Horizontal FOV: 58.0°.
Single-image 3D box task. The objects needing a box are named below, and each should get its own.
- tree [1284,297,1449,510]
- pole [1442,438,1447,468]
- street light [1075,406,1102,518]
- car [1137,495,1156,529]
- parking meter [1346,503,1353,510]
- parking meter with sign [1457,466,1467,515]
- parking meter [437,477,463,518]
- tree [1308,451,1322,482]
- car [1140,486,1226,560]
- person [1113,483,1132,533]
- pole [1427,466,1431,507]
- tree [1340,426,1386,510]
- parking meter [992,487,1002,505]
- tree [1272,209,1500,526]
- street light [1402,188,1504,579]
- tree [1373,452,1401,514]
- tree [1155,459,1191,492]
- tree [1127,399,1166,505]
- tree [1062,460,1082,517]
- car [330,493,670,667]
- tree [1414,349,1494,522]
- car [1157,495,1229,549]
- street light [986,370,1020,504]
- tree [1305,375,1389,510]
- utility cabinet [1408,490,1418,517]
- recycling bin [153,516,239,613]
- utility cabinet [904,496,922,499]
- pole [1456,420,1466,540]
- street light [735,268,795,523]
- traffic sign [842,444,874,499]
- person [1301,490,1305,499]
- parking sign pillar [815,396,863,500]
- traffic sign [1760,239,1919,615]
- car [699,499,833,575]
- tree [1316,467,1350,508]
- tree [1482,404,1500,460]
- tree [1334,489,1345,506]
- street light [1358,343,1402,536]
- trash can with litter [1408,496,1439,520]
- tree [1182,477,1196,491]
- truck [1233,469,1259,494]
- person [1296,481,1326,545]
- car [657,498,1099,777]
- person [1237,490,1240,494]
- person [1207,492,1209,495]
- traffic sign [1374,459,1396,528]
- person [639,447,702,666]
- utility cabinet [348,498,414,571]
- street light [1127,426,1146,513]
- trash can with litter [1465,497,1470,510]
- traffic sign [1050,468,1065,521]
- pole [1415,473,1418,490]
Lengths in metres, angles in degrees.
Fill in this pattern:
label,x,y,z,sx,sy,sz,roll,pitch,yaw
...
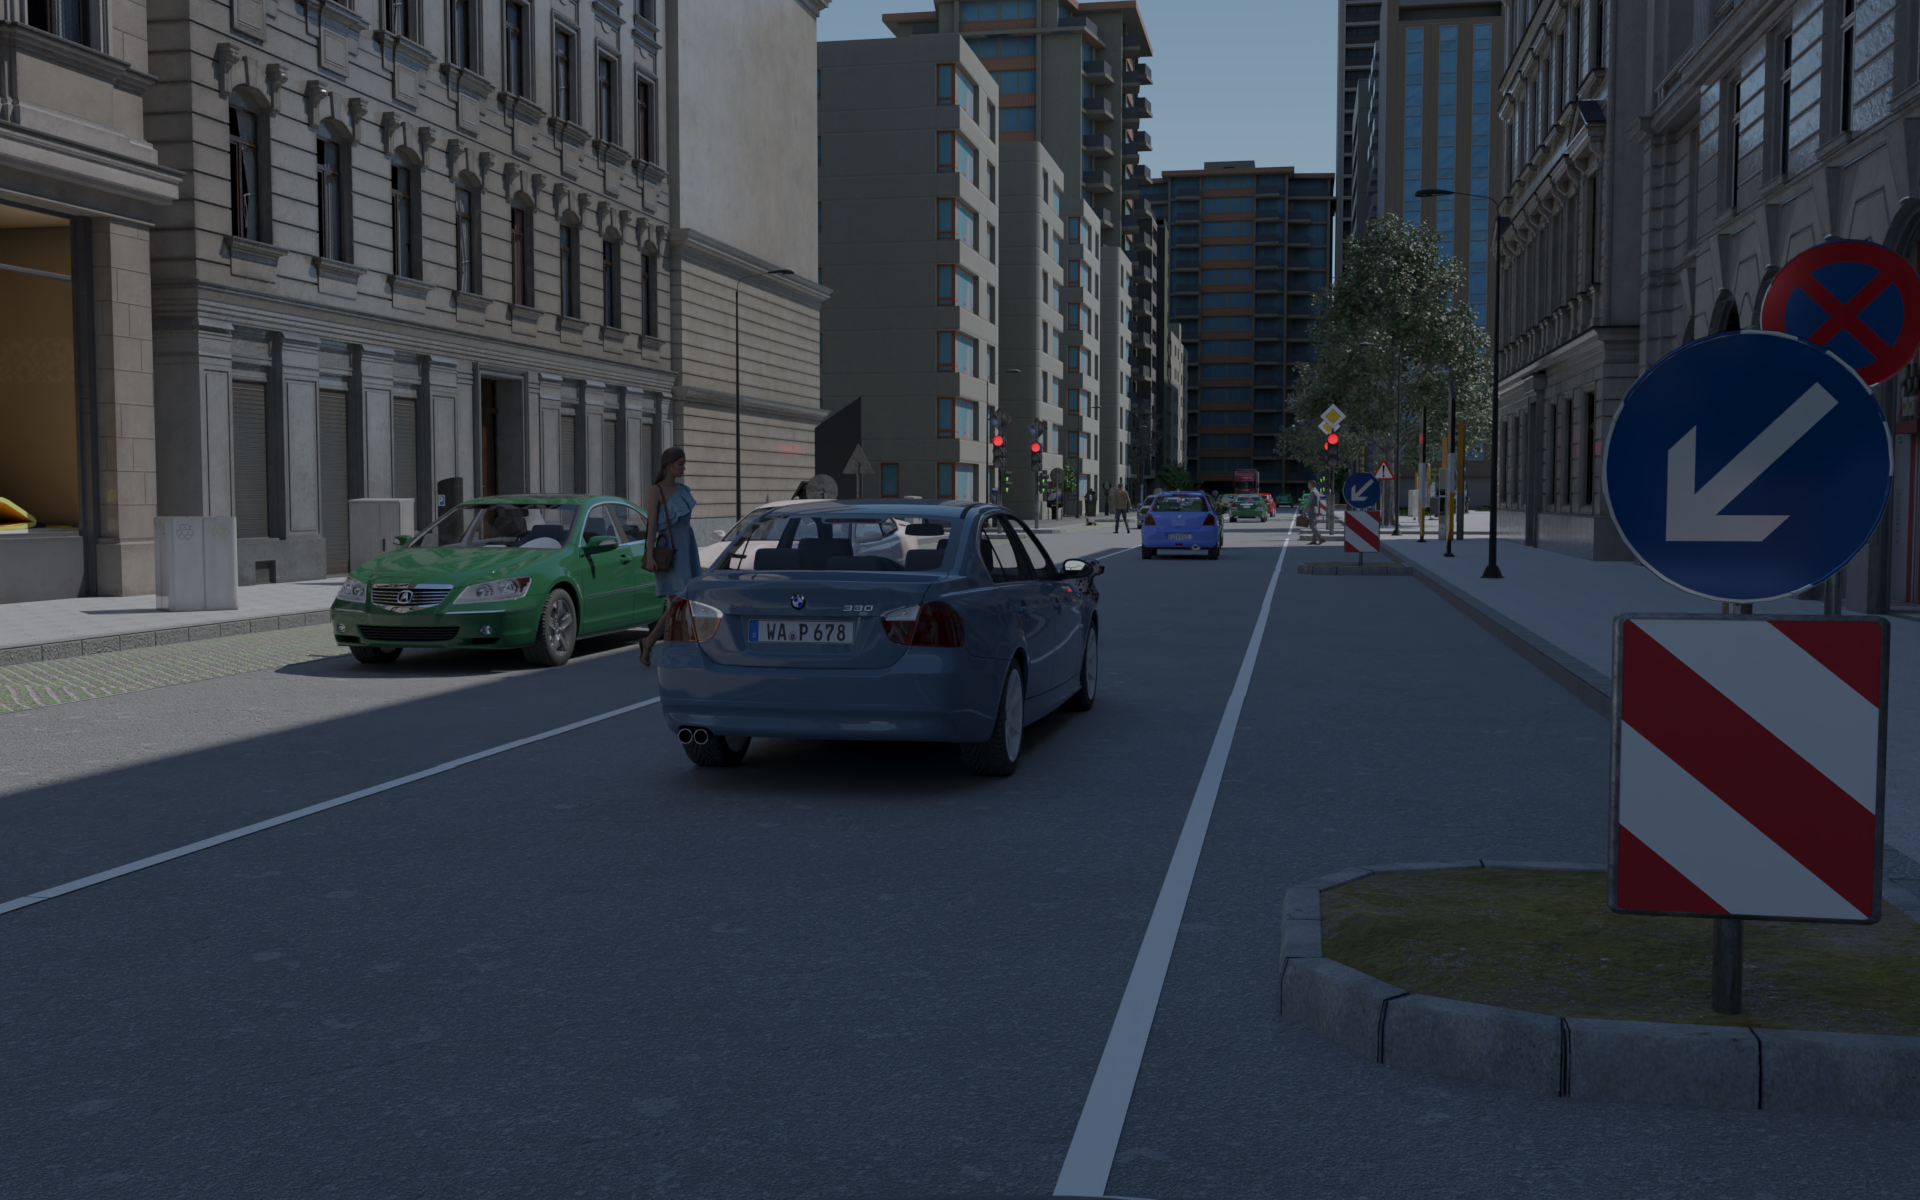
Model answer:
label,x,y,z,sx,sy,sz,roll,pitch,yaw
tree,23.512,-11.417,97.036,12.009,13.543,11.850,0,3,0
pole,17.479,-4.204,62.577,0.158,3.312,0.155,0,3,0
street light,6.784,-7.280,91.562,1.470,5.913,1.316,1,4,11
car,8.414,-3.675,72.090,2.014,1.417,4.499,1,4,12
parking meter,25.766,-6.658,114.567,0.399,1.863,0.255,2,4,31
parking meter with sign,30.921,-6.766,106.891,0.543,3.016,1.738,1,4,18
parking meter,-7.585,-1.064,25.807,0.372,1.533,0.369,0,3,0
tree,44.582,-15.920,210.646,4.737,8.622,4.395,0,3,0
car,5.031,-1.812,39.220,1.945,1.707,3.694,1,4,9
person,5.917,-3.345,63.102,0.656,1.842,0.836,-2,4,-35
pole,32.241,-7.663,119.140,0.158,3.312,0.155,0,3,0
tree,25.091,-9.630,107.813,4.360,8.622,3.978,0,3,0
parking meter,1.417,-3.558,66.584,0.372,1.533,0.369,0,3,0
tree,17.512,-9.355,69.956,9.611,12.733,9.660,0,3,0
street light,7.600,-3.293,26.386,1.470,5.913,1.316,1,4,11
tree,19.320,-5.184,79.353,1.663,3.219,1.824,0,3,0
tree,19.787,-10.815,160.538,4.285,4.588,4.351,0,3,0
tree,13.886,-11.245,134.223,4.360,8.622,3.978,0,3,0
tree,6.077,-6.236,96.559,1.663,3.219,1.824,0,3,0
car,-3.927,-0.257,15.994,2.131,1.459,4.920,1,4,11
tree,22.947,-7.922,79.888,4.737,8.622,4.395,0,3,0
car,6.181,-2.137,46.743,2.131,1.459,4.920,1,4,10
street light,1.552,-5.647,64.867,1.470,5.913,1.316,1,4,11
tree,30.884,-12.828,135.495,9.928,11.665,9.643,0,3,0
utility cabinet,25.316,-5.354,96.218,0.318,1.500,1.173,3,5,40
recycling bin,-8.470,-0.406,19.199,0.722,1.027,0.722,-3,4,-36
utility cabinet,-1.417,-2.540,52.690,0.306,1.237,1.020,1,4,13
pole,13.876,-3.311,47.974,0.158,3.312,0.155,0,3,0
street light,-4.090,-3.875,35.892,1.470,5.913,1.316,1,4,11
traffic sign,-2.665,-2.767,45.245,0.884,2.594,0.081,1,4,17
person,29.954,-8.691,151.143,0.434,1.755,0.990,2,4,27
parking sign pillar,-3.346,-3.627,47.767,1.447,3.967,1.447,0,4,0
traffic sign,4.435,-0.530,8.766,0.768,2.556,0.104,1,4,17
car,-1.779,-0.503,20.587,2.083,1.381,4.827,1,4,13
tree,35.646,-11.135,165.769,4.285,4.588,4.351,0,3,0
tree,36.323,-10.150,116.319,4.360,8.622,3.978,0,3,0
tree,41.351,-11.840,188.189,1.663,3.219,1.824,0,3,0
street light,12.903,-4.933,53.199,1.470,5.913,1.316,1,4,11
trash can with litter,22.875,-4.512,84.832,2.233,1.210,1.678,0,4,-7
tree,25.266,-11.908,189.289,1.663,3.219,1.824,0,3,0
truck,32.494,-12.688,196.361,2.839,4.237,11.283,1,4,11
person,9.947,-2.463,48.896,0.853,1.813,0.709,2,4,24
car,-0.284,0.110,10.208,2.014,1.417,4.499,1,4,13
person,28.192,-10.182,175.115,0.705,1.807,1.348,0,4,1
person,31.194,-12.795,218.426,0.721,1.735,1.217,-1,4,-23
traffic sign,15.795,-3.953,64.629,0.884,2.594,0.081,1,4,17
person,-2.371,-0.332,14.018,0.778,1.811,0.616,2,4,35
utility cabinet,-8.330,-0.842,24.936,1.020,1.237,0.306,2,4,29
street light,12.014,-8.912,118.257,1.470,5.913,1.316,1,4,11
trash can with litter,38.811,-7.424,132.766,0.624,1.170,1.055,1,4,8
traffic sign,4.670,-5.086,83.263,0.768,2.556,0.104,1,4,18
pole,30.781,-7.517,116.742,0.158,3.312,0.155,0,3,0
